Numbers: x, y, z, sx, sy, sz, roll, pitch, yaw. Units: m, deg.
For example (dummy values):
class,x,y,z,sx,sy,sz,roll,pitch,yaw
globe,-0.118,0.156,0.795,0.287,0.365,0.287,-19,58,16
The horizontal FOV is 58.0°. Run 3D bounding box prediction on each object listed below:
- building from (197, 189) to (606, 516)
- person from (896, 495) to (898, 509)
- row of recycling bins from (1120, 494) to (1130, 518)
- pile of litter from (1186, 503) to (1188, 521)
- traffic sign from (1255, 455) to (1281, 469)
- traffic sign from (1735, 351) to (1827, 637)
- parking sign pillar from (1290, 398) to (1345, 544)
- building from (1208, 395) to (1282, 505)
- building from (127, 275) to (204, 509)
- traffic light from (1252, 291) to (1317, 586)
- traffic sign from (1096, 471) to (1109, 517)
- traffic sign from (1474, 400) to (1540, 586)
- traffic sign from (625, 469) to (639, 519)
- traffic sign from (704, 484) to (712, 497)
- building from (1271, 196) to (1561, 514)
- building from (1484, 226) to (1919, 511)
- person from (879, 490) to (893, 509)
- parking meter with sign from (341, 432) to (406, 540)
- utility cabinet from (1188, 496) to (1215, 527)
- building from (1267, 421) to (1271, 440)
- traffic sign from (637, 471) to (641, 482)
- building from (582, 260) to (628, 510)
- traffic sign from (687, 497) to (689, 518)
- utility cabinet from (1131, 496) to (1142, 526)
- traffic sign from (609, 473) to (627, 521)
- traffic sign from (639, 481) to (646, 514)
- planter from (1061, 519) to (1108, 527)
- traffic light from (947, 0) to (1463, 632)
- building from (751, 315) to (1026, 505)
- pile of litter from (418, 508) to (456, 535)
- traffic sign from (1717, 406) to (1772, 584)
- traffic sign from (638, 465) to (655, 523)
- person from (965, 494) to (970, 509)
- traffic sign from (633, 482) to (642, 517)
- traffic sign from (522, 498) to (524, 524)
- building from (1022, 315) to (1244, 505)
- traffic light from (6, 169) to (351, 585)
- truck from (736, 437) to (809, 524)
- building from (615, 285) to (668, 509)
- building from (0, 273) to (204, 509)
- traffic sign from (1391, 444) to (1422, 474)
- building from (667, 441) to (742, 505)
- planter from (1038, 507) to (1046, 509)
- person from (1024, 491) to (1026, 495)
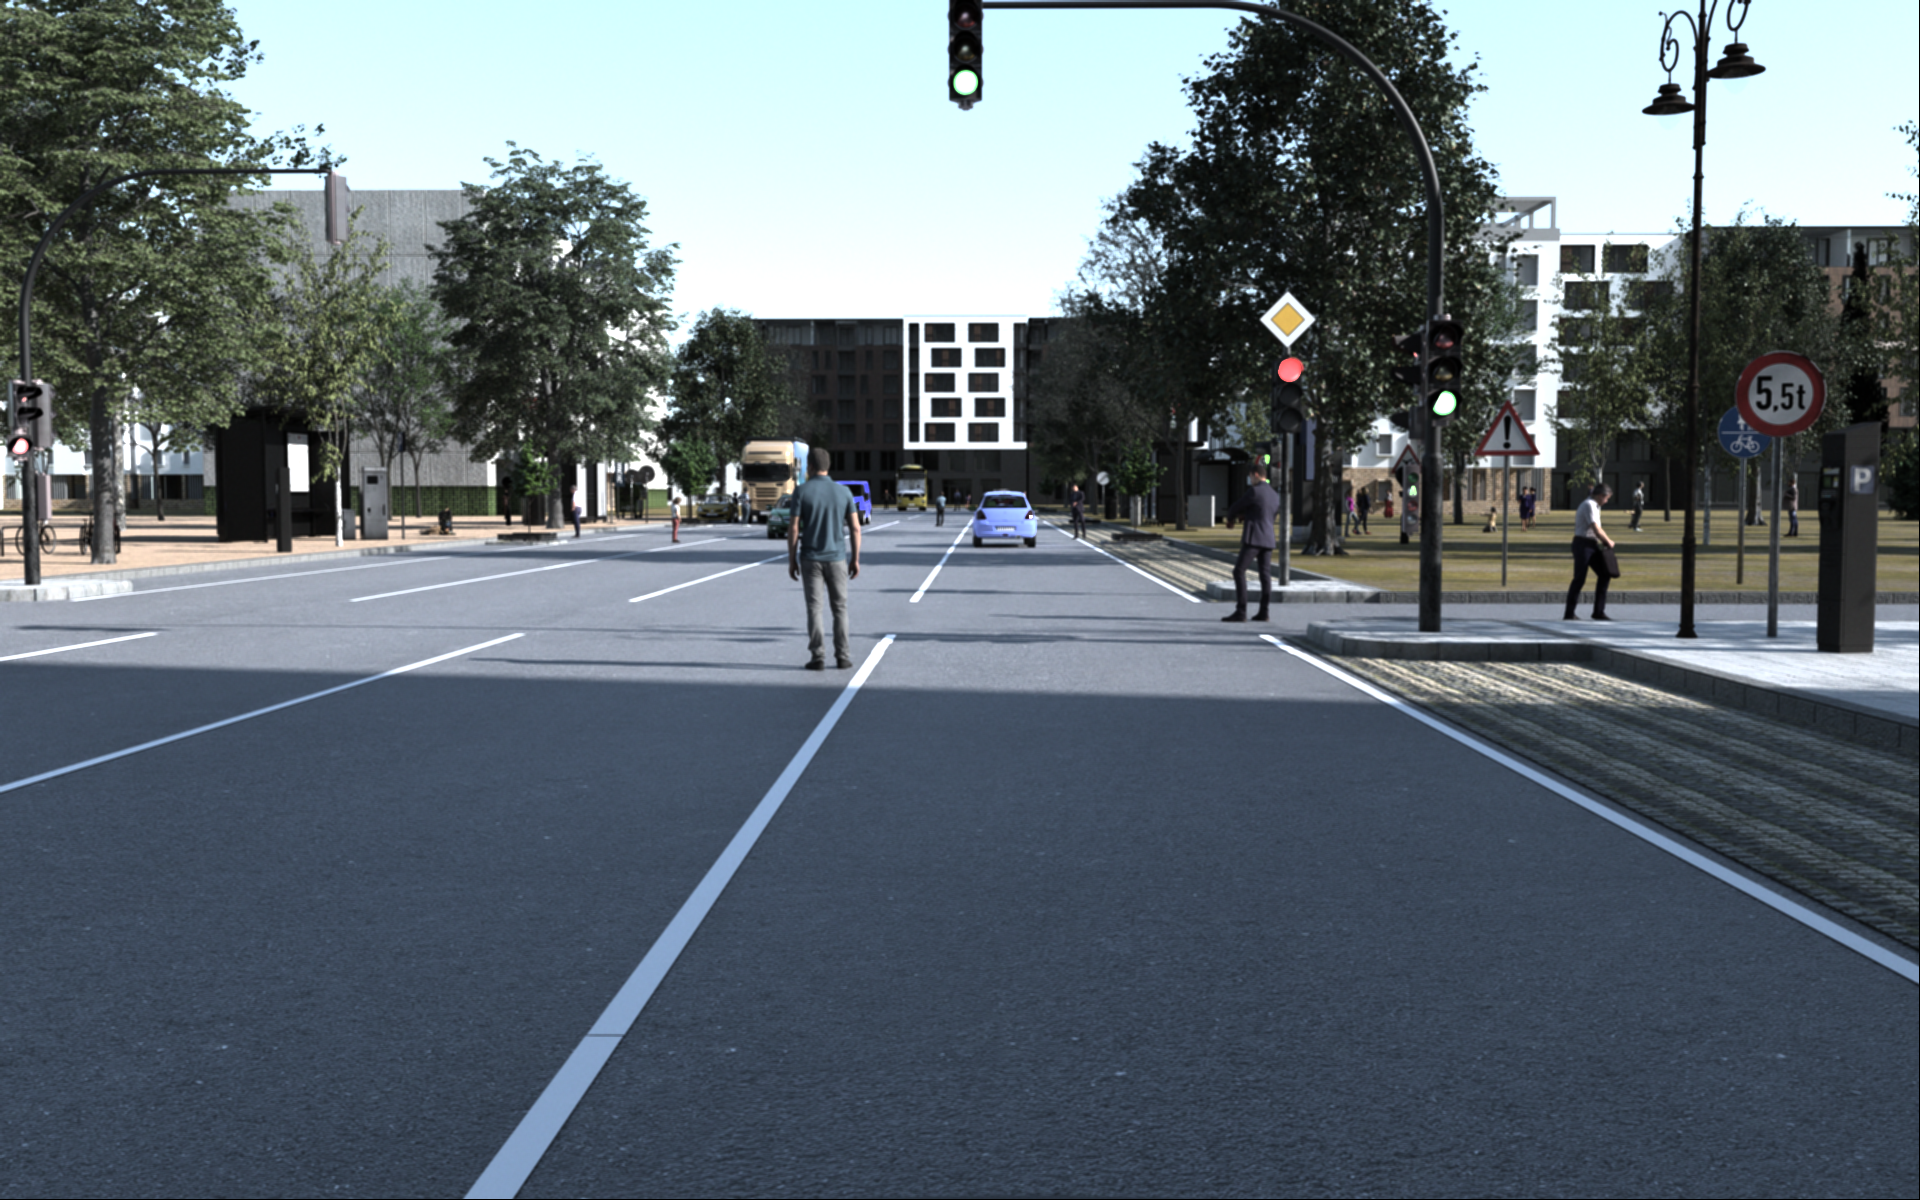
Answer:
class,x,y,z,sx,sy,sz,roll,pitch,yaw
building,-35.676,-15.299,116.604,16.747,18.905,31.486,0,4,1
person,-5.776,-9.521,164.154,0.705,1.826,1.348,-2,4,-25
row of recycling bins,9.083,-5.243,92.832,1.069,1.692,3.534,0,4,0
pile of litter,10.678,-4.253,83.502,1.719,0.858,1.176,-2,4,-30
traffic sign,9.036,-3.108,50.928,0.768,2.556,0.104,0,4,2
traffic sign,7.304,-0.942,15.500,0.768,2.556,0.104,1,4,9
parking sign pillar,9.242,-3.441,44.735,1.447,3.967,1.447,-2,4,-27
building,27.115,-12.498,146.496,9.099,9.664,28.070,0,4,1
building,-64.856,-18.290,155.459,11.380,20.091,16.016,0,4,1
traffic light,4.510,-2.151,24.090,0.839,4.253,0.868,0,4,1
traffic sign,8.082,-5.970,97.711,0.768,2.556,0.104,1,4,9
traffic sign,7.581,-1.471,24.059,0.884,2.594,0.081,1,4,9
traffic sign,-16.733,-5.391,88.247,0.768,2.556,0.104,1,4,10
traffic sign,-14.300,-5.934,97.023,0.884,2.594,0.081,0,4,8
building,29.817,-15.804,114.811,16.016,20.091,11.380,0,4,1
building,60.344,-18.486,146.214,32.646,21.610,27.936,0,4,1
person,-6.869,-9.347,161.457,1.348,1.807,0.705,1,4,13
parking meter with sign,-16.438,-3.193,48.461,1.738,3.016,0.543,-2,4,-33
utility cabinet,9.513,-3.498,68.362,1.020,1.237,0.306,2,4,28
building,30.852,-16.514,126.418,16.016,20.091,11.380,0,4,1
traffic sign,-17.488,-5.699,93.278,0.768,2.556,0.104,0,4,4
building,-34.980,-17.219,137.950,16.016,20.091,11.380,0,4,1
traffic sign,-14.797,-5.749,94.108,0.768,2.556,0.104,0,4,7
utility cabinet,7.070,-3.712,69.368,0.318,1.500,1.173,1,4,12
traffic sign,-16.409,-5.085,83.145,0.884,2.594,0.081,0,4,6
traffic sign,-17.948,-5.937,97.073,0.884,2.594,0.081,1,4,9
planter,5.476,-3.390,76.572,1.991,0.319,1.994,0,4,1
traffic light,2.275,-2.528,16.002,4.771,5.953,1.251,0,4,1
building,-8.395,-22.503,211.892,32.646,21.610,27.936,0,4,1
pile of litter,-16.422,-2.475,54.423,1.176,0.858,1.719,-1,4,-8
traffic sign,11.120,-1.499,24.620,0.768,2.556,0.104,0,4,3
traffic sign,-13.920,-4.699,76.927,0.768,2.556,0.104,0,4,5
person,0.721,-9.172,161.688,0.421,1.427,0.697,-2,4,-34
traffic sign,-17.616,-5.721,93.541,0.884,2.594,0.081,0,4,5
traffic sign,-18.550,-4.488,73.479,0.768,2.556,0.104,0,4,2
building,24.410,-22.423,210.585,32.646,21.610,27.936,0,4,1
traffic light,-11.016,-3.041,24.385,4.771,5.953,1.251,0,4,1
truck,-9.258,-5.999,87.001,2.839,4.237,11.283,0,4,0
building,-43.438,-17.617,154.499,31.486,18.905,16.747,0,4,1
building,-76.246,-18.263,155.022,11.380,20.091,16.016,0,4,1
traffic sign,11.618,-2.750,44.970,0.884,2.594,0.081,1,4,9
building,-38.947,-15.869,201.610,28.070,9.664,9.099,0,4,1
planter,6.863,-8.111,153.760,1.991,0.319,1.994,0,4,1
person,6.525,-10.100,174.575,0.436,1.711,0.756,0,4,-4
